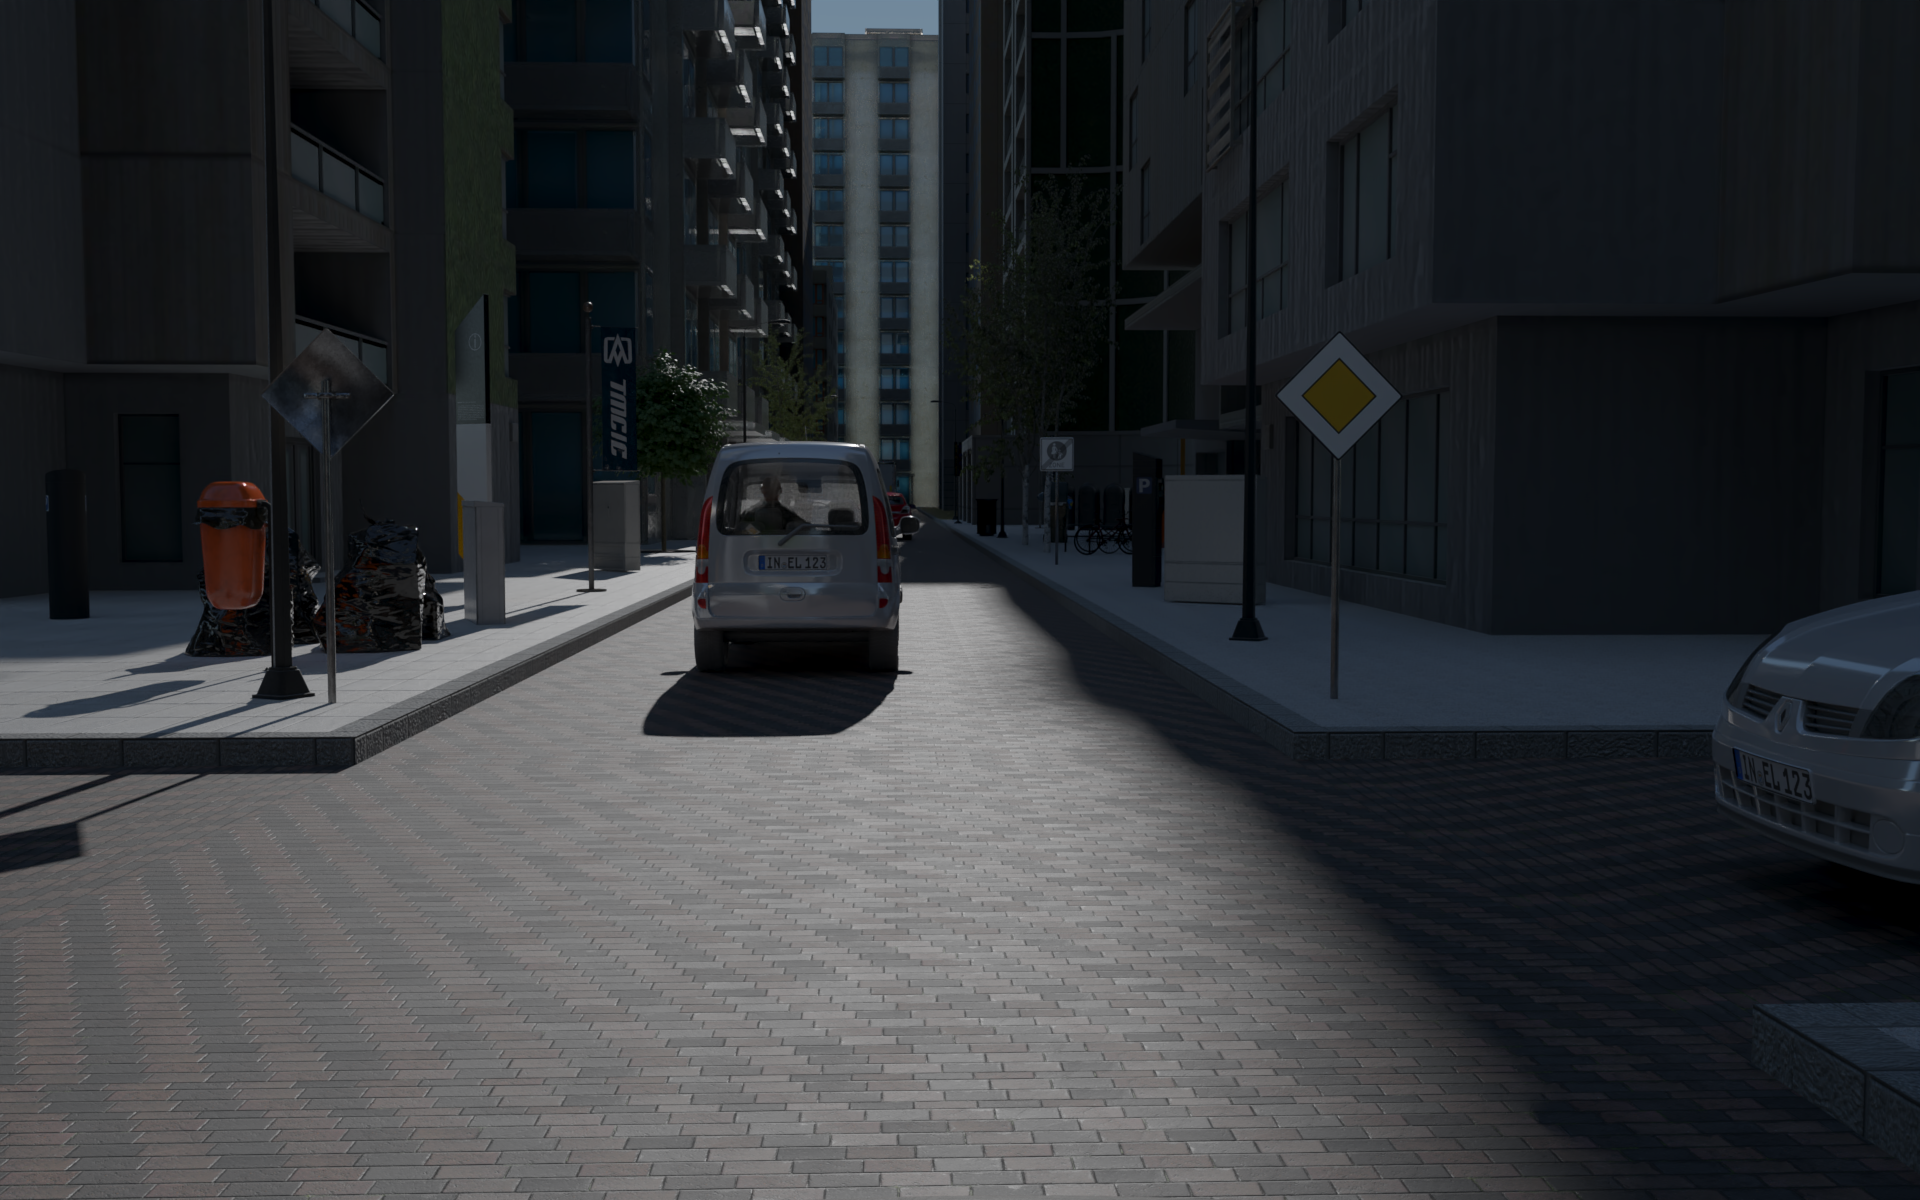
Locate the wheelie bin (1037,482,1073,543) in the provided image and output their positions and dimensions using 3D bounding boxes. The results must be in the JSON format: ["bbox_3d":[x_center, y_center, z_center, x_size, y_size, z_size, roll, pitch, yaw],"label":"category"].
[{"bbox_3d":[2.514,-2.317,45.798,0.980,1.594,0.693,1,4,9],"label":"wheelie bin"}]

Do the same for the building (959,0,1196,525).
[{"bbox_3d":[10.518,-38.922,74.622,20.563,71.187,20.611,0,4,-2],"label":"building"}]

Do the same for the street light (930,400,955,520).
[{"bbox_3d":[-0.766,-6.929,85.831,1.470,5.913,1.316,0,4,-2],"label":"street light"}]

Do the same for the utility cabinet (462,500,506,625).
[{"bbox_3d":[-4.790,-0.384,17.443,0.306,1.237,1.020,-1,4,-23],"label":"utility cabinet"}]

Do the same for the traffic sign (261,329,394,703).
[{"bbox_3d":[-3.849,-0.424,10.567,0.795,2.450,0.064,0,4,-2],"label":"traffic sign"}]

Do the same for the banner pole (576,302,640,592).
[{"bbox_3d":[-4.642,-2.005,22.796,0.863,3.779,0.401,-2,4,-23],"label":"banner pole"}]

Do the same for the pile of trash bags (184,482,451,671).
[{"bbox_3d":[-5.341,-0.260,14.005,1.912,1.369,3.447,0,4,-4],"label":"pile of trash bags"}]

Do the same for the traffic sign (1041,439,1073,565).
[{"bbox_3d":[1.750,-1.786,31.326,0.606,2.300,0.079,0,4,7],"label":"traffic sign"}]

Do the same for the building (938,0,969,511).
[{"bbox_3d":[8.663,-36.964,146.356,21.231,58.520,28.212,0,4,-2],"label":"building"}]

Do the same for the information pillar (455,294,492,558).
[{"bbox_3d":[-5.739,-1.782,20.485,0.504,3.616,0.183,2,4,28],"label":"information pillar"}]

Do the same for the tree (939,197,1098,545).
[{"bbox_3d":[1.597,-5.700,43.560,4.737,8.622,4.395,0,3,0],"label":"tree"}]

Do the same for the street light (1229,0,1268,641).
[{"bbox_3d":[1.998,-2.600,15.052,1.470,5.913,1.316,0,4,-2],"label":"street light"}]

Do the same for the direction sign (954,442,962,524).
[{"bbox_3d":[-0.086,-5.094,75.282,0.379,3.537,0.876,1,4,22],"label":"direction sign"}]

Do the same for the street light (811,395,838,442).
[{"bbox_3d":[-6.447,-6.668,81.561,1.470,5.913,1.316,0,4,-2],"label":"street light"}]

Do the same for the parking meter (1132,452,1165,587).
[{"bbox_3d":[2.597,-1.112,23.898,0.399,1.863,0.255,2,4,27],"label":"parking meter"}]

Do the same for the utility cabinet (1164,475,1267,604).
[{"bbox_3d":[2.990,-0.709,20.271,1.173,1.500,0.318,2,4,34],"label":"utility cabinet"}]

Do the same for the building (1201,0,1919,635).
[{"bbox_3d":[10.675,-20.444,17.855,14.086,41.232,14.154,0,4,-2],"label":"building"}]

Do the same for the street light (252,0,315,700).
[{"bbox_3d":[-3.734,-2.339,10.781,1.470,5.913,1.316,0,4,-2],"label":"street light"}]

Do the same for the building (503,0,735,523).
[{"bbox_3d":[-21.015,-29.357,99.592,23.786,49.044,30.456,0,4,-2],"label":"building"}]

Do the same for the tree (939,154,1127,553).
[{"bbox_3d":[1.834,-5.363,38.047,4.360,8.622,3.978,0,3,0],"label":"tree"}]

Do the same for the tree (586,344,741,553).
[{"bbox_3d":[-6.457,-3.330,38.152,4.285,4.588,4.351,0,3,0],"label":"tree"}]

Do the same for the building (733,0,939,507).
[{"bbox_3d":[-6.943,-34.346,181.171,30.456,49.044,23.786,0,4,-2],"label":"building"}]

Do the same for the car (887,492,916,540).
[{"bbox_3d":[-2.473,-2.845,55.563,2.155,1.783,4.494,0,4,-4],"label":"car"}]

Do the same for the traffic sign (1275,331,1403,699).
[{"bbox_3d":[2.341,-0.437,10.785,0.795,2.450,0.064,0,4,-2],"label":"traffic sign"}]

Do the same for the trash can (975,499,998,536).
[{"bbox_3d":[0.816,-2.520,52.859,0.748,1.137,0.748,0,3,0],"label":"trash can"}]

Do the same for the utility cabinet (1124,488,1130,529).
[{"bbox_3d":[6.100,-3.349,63.441,0.318,1.500,1.173,-2,4,-23],"label":"utility cabinet"}]

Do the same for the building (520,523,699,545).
[{"bbox_3d":[-17.881,-26.598,54.490,23.786,49.044,30.456,0,4,-2],"label":"building"}]

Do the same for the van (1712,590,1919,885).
[{"bbox_3d":[4.812,0.064,5.970,4.112,2.044,2.013,0,4,-2],"label":"van"}]

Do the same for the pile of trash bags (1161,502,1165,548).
[{"bbox_3d":[4.239,-1.080,27.418,3.447,1.369,1.912,-2,4,-35],"label":"pile of trash bags"}]

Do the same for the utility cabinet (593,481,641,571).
[{"bbox_3d":[-5.772,-1.233,28.845,0.318,1.500,1.173,-3,5,-41],"label":"utility cabinet"}]

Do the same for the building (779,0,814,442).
[{"bbox_3d":[-17.694,-28.896,122.562,14.600,45.320,14.200,0,4,-2],"label":"building"}]

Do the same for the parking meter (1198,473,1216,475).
[{"bbox_3d":[3.039,-0.803,21.543,0.372,1.533,0.369,0,3,0],"label":"parking meter"}]

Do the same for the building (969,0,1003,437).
[{"bbox_3d":[7.702,-27.302,96.502,14.600,45.320,14.200,0,4,-2],"label":"building"}]

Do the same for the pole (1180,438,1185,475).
[{"bbox_3d":[7.760,-4.070,60.385,0.158,3.312,0.155,0,3,0],"label":"pole"}]

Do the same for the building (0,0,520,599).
[{"bbox_3d":[-15.115,-20.856,24.599,14.154,41.232,14.086,0,4,-2],"label":"building"}]

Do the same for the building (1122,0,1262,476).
[{"bbox_3d":[19.224,-27.784,43.502,28.713,52.752,27.495,0,4,-2],"label":"building"}]

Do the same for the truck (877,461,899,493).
[{"bbox_3d":[-6.965,-10.131,154.549,2.839,4.237,11.283,0,4,-1],"label":"truck"}]

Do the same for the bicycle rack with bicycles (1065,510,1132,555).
[{"bbox_3d":[3.579,-1.481,37.590,2.925,0.926,2.852,-1,4,-12],"label":"bicycle rack with bicycles"}]

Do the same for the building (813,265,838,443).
[{"bbox_3d":[-25.279,-18.481,147.204,28.899,21.520,27.650,0,4,-2],"label":"building"}]

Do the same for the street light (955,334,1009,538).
[{"bbox_3d":[0.698,-4.765,50.445,1.470,5.913,1.316,0,4,-2],"label":"street light"}]

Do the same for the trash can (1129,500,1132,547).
[{"bbox_3d":[4.295,-1.749,40.248,0.748,1.137,0.748,0,3,0],"label":"trash can"}]

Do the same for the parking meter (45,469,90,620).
[{"bbox_3d":[-9.180,-0.575,17.813,0.372,1.533,0.369,0,3,0],"label":"parking meter"}]

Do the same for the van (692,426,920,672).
[{"bbox_3d":[-1.356,-0.510,15.349,2.013,2.044,4.112,0,4,-2],"label":"van"}]

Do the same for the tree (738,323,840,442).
[{"bbox_3d":[-7.520,-7.658,75.572,4.737,8.622,4.395,0,3,0],"label":"tree"}]

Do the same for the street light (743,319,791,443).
[{"bbox_3d":[-5.196,-4.503,46.167,1.470,5.913,1.316,0,4,-2],"label":"street light"}]

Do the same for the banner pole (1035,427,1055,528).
[{"bbox_3d":[3.231,-4.573,64.792,0.863,3.779,0.401,0,4,-7],"label":"banner pole"}]

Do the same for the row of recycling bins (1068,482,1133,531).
[{"bbox_3d":[5.051,-3.318,61.357,3.534,1.692,1.069,0,4,7],"label":"row of recycling bins"}]
